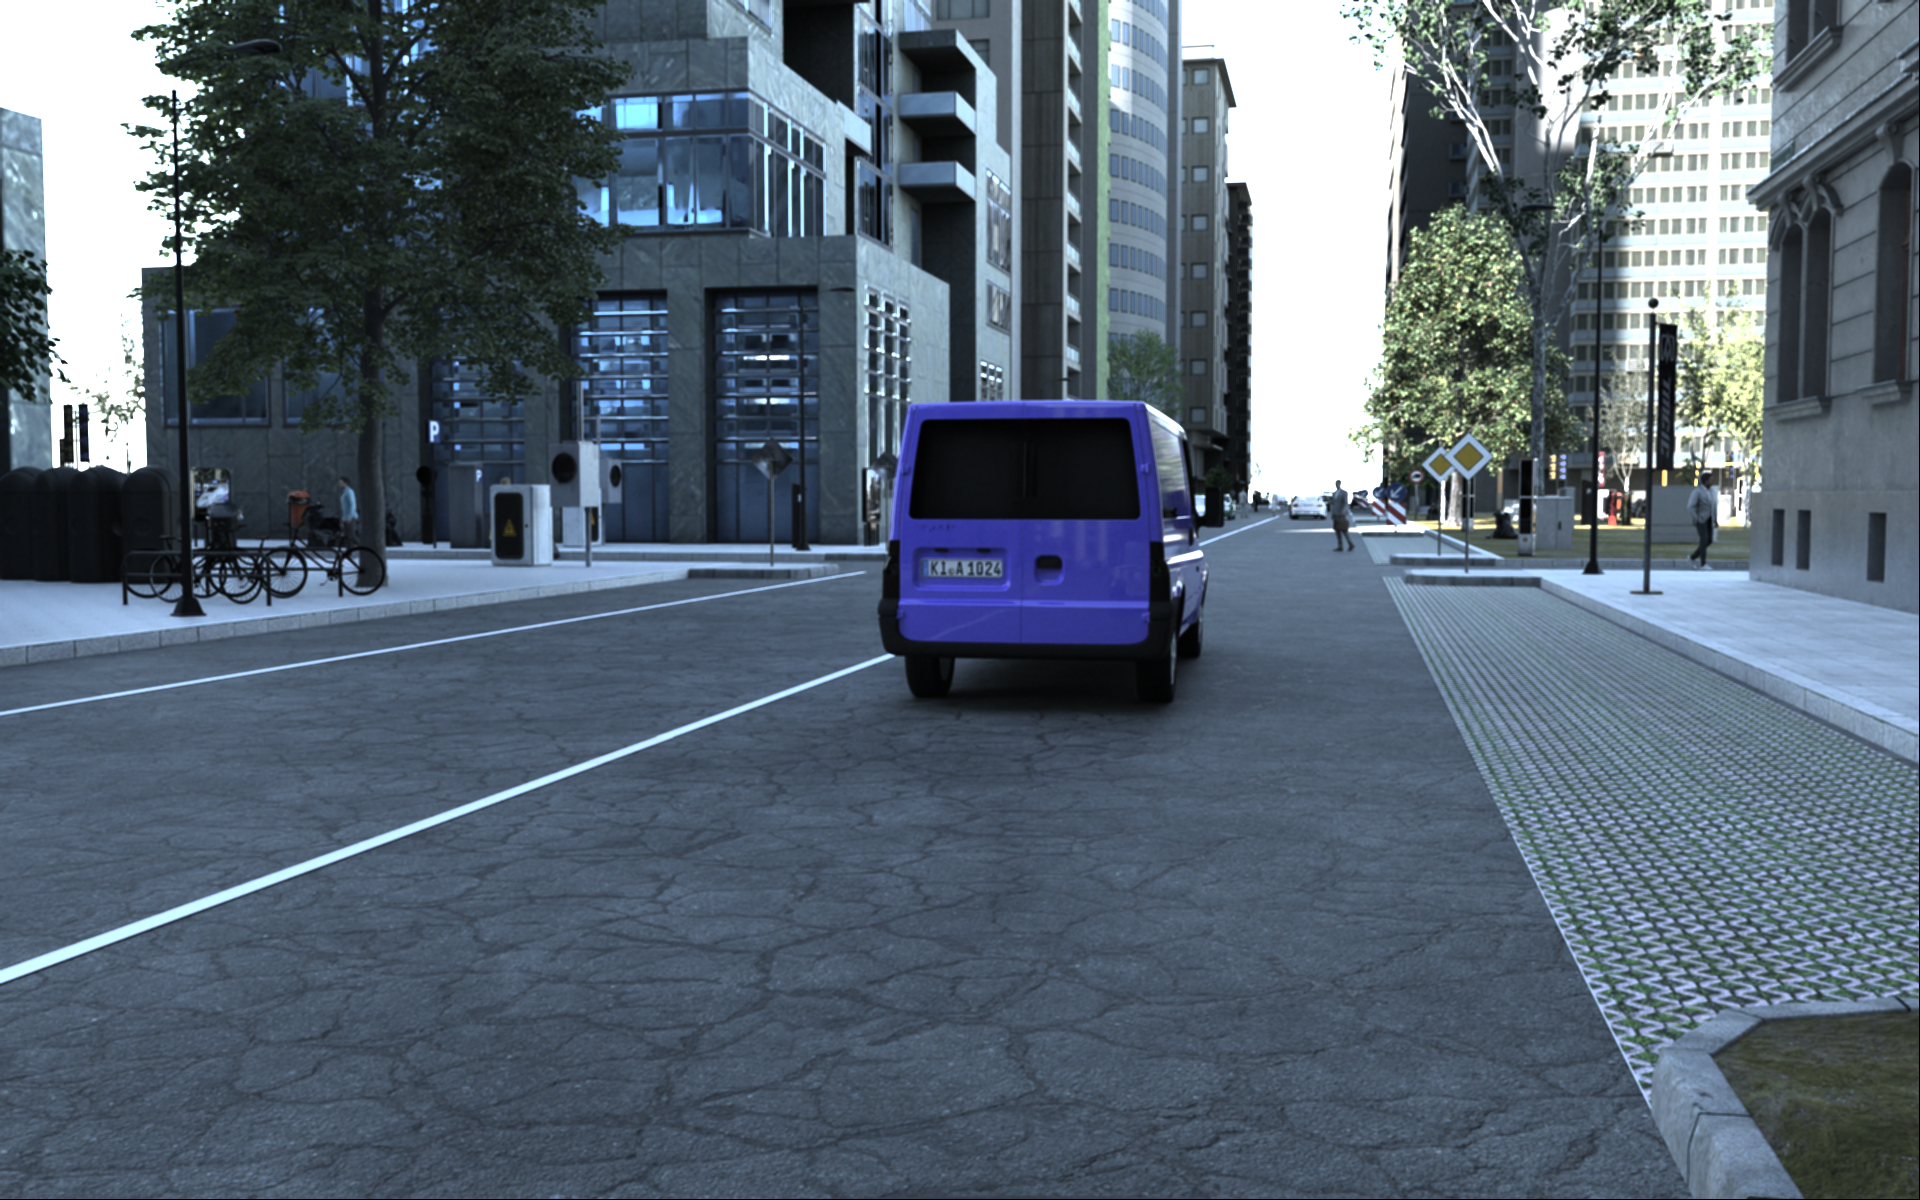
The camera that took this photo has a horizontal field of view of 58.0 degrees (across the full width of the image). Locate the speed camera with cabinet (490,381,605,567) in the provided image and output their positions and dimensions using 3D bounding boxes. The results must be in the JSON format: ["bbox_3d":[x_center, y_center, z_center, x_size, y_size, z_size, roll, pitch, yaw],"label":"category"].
[{"bbox_3d":[-7.358,-2.218,30.606,2.038,3.252,0.660,2,4,27],"label":"speed camera with cabinet"}]

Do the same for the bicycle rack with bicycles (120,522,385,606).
[{"bbox_3d":[-8.850,-0.465,20.982,2.925,0.926,2.852,0,4,8],"label":"bicycle rack with bicycles"}]

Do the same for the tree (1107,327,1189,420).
[{"bbox_3d":[10.525,-11.113,107.451,9.928,11.665,9.643,0,3,0],"label":"tree"}]

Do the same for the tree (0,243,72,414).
[{"bbox_3d":[-9.402,-1.883,14.504,4.285,4.588,4.351,0,3,0],"label":"tree"}]

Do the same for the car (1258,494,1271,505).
[{"bbox_3d":[38.766,-12.954,221.586,2.009,1.686,4.222,1,4,13],"label":"car"}]

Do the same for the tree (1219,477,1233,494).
[{"bbox_3d":[27.621,-11.488,182.430,1.663,3.219,1.824,0,3,0],"label":"tree"}]

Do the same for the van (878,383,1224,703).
[{"bbox_3d":[0.888,-0.569,13.690,2.240,2.365,5.245,1,4,11],"label":"van"}]

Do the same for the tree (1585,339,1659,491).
[{"bbox_3d":[32.049,-8.124,83.191,4.360,8.622,3.978,0,3,0],"label":"tree"}]

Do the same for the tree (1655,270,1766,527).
[{"bbox_3d":[24.995,-6.581,57.963,4.737,8.622,4.395,0,3,0],"label":"tree"}]

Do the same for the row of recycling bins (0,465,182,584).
[{"bbox_3d":[-12.836,-1.124,25.492,3.534,1.692,1.069,2,4,27],"label":"row of recycling bins"}]

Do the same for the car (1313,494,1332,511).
[{"bbox_3d":[30.212,-8.186,145.635,2.131,1.459,4.920,1,4,12],"label":"car"}]

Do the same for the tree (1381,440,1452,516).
[{"bbox_3d":[28.654,-7.790,111.084,4.285,4.588,4.351,0,3,0],"label":"tree"}]

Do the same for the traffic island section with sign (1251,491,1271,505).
[{"bbox_3d":[37.541,-12.738,216.892,1.989,1.847,2.006,1,4,12],"label":"traffic island section with sign"}]

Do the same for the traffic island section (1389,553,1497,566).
[{"bbox_3d":[9.973,-0.838,35.975,2.009,0.180,2.903,1,4,12],"label":"traffic island section"}]

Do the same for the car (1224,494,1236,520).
[{"bbox_3d":[14.395,-5.202,96.854,2.131,1.459,4.920,1,4,13],"label":"car"}]

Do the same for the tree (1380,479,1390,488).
[{"bbox_3d":[47.192,-12.032,191.326,1.663,3.219,1.824,0,3,0],"label":"tree"}]

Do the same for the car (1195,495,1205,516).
[{"bbox_3d":[10.670,-4.083,79.121,2.083,1.381,4.827,1,4,14],"label":"car"}]

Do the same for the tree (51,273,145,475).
[{"bbox_3d":[-27.332,-6.480,56.315,4.360,8.622,3.978,0,3,0],"label":"tree"}]

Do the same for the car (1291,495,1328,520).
[{"bbox_3d":[19.808,-5.252,98.229,2.083,1.381,4.827,1,4,14],"label":"car"}]

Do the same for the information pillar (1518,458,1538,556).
[{"bbox_3d":[11.773,-1.923,35.929,0.304,2.012,0.304,2,4,31],"label":"information pillar"}]

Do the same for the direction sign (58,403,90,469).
[{"bbox_3d":[-22.133,-3.146,43.439,0.876,3.537,0.379,1,4,23],"label":"direction sign"}]

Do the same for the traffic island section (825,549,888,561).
[{"bbox_3d":[-1.641,-0.993,38.521,2.009,0.180,2.903,1,4,12],"label":"traffic island section"}]

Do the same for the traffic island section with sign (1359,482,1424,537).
[{"bbox_3d":[14.541,-3.036,58.262,1.989,1.847,2.006,1,4,12],"label":"traffic island section with sign"}]

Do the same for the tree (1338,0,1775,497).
[{"bbox_3d":[17.009,-11.630,46.039,12.611,20.169,13.585,0,3,0],"label":"tree"}]

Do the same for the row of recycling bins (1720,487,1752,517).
[{"bbox_3d":[43.772,-5.399,95.382,3.534,1.692,1.069,2,4,26],"label":"row of recycling bins"}]

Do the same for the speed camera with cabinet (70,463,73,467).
[{"bbox_3d":[-32.147,-4.268,64.115,2.038,3.252,0.660,-3,5,-39],"label":"speed camera with cabinet"}]

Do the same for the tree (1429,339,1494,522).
[{"bbox_3d":[22.233,-7.849,78.694,4.737,8.622,4.395,0,3,0],"label":"tree"}]

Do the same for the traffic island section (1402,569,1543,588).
[{"bbox_3d":[8.260,-0.361,28.175,2.009,0.180,2.903,1,4,12],"label":"traffic island section"}]

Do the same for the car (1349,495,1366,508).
[{"bbox_3d":[41.052,-10.127,178.154,1.945,1.354,3.894,1,4,12],"label":"car"}]

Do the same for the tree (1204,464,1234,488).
[{"bbox_3d":[27.740,-12.396,186.395,4.285,4.588,4.351,0,3,0],"label":"tree"}]

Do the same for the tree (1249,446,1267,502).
[{"bbox_3d":[45.589,-19.439,268.183,4.737,8.622,4.395,0,3,0],"label":"tree"}]

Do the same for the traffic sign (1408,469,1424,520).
[{"bbox_3d":[22.859,-5.302,86.797,0.768,2.556,0.104,1,4,15],"label":"traffic sign"}]

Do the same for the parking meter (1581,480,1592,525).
[{"bbox_3d":[25.750,-4.001,71.128,0.399,1.863,0.255,-1,4,-15],"label":"parking meter"}]

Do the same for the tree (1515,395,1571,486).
[{"bbox_3d":[33.697,-9.279,102.066,4.360,8.622,3.978,0,3,0],"label":"tree"}]

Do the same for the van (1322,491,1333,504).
[{"bbox_3d":[45.642,-12.726,215.089,2.013,2.044,4.112,1,4,12],"label":"van"}]

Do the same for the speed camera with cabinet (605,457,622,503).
[{"bbox_3d":[-9.016,-2.944,42.474,0.660,3.252,2.038,1,4,16],"label":"speed camera with cabinet"}]

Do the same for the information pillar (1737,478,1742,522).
[{"bbox_3d":[36.168,-4.631,80.205,0.304,2.012,0.304,2,4,25],"label":"information pillar"}]

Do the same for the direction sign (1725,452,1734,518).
[{"bbox_3d":[41.300,-6.179,93.024,0.876,3.537,0.379,-3,5,-41],"label":"direction sign"}]

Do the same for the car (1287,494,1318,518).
[{"bbox_3d":[20.711,-5.780,104.294,2.009,1.686,4.222,1,4,11],"label":"car"}]

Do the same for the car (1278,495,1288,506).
[{"bbox_3d":[39.622,-12.349,214.262,2.083,1.381,4.827,1,4,12],"label":"car"}]

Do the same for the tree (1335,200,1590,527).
[{"bbox_3d":[19.585,-9.214,67.658,9.611,12.733,9.660,0,3,0],"label":"tree"}]

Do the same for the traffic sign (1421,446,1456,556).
[{"bbox_3d":[9.948,-1.973,35.903,0.795,2.450,0.064,1,4,12],"label":"traffic sign"}]

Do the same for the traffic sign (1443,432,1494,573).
[{"bbox_3d":[8.235,-1.496,28.103,0.795,2.450,0.064,1,4,12],"label":"traffic sign"}]

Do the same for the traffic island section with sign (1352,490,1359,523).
[{"bbox_3d":[20.357,-4.655,84.743,1.989,1.847,2.006,1,4,12],"label":"traffic island section with sign"}]

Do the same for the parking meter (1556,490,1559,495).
[{"bbox_3d":[34.204,-5.533,98.877,0.372,1.533,0.369,0,3,0],"label":"parking meter"}]

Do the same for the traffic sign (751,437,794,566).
[{"bbox_3d":[-3.330,-1.652,30.655,0.795,2.450,0.064,1,4,12],"label":"traffic sign"}]

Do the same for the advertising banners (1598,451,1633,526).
[{"bbox_3d":[26.413,-4.514,69.985,0.090,3.025,2.074,-1,4,-23],"label":"advertising banners"}]

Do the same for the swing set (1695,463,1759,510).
[{"bbox_3d":[39.068,-5.559,88.515,3.119,2.851,2.862,2,4,30],"label":"swing set"}]

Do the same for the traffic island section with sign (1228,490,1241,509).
[{"bbox_3d":[25.519,-9.391,162.174,1.989,1.847,2.006,1,4,12],"label":"traffic island section with sign"}]

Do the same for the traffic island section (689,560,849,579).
[{"bbox_3d":[-3.354,-0.516,30.722,2.009,0.180,2.903,1,4,12],"label":"traffic island section"}]

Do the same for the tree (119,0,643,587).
[{"bbox_3d":[-7.942,-6.477,24.026,7.486,12.596,7.792,0,3,0],"label":"tree"}]

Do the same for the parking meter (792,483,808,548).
[{"bbox_3d":[-3.814,-2.007,41.230,0.372,1.533,0.369,0,3,0],"label":"parking meter"}]

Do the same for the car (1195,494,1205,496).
[{"bbox_3d":[17.162,-6.996,123.188,1.959,1.807,4.718,1,4,10],"label":"car"}]

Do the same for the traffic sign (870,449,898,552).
[{"bbox_3d":[-1.617,-2.129,38.454,0.795,2.450,0.064,1,4,12],"label":"traffic sign"}]

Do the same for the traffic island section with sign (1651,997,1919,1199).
[{"bbox_3d":[2.478,0.324,3.324,1.989,1.847,2.006,1,4,12],"label":"traffic island section with sign"}]

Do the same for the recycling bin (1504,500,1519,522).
[{"bbox_3d":[25.319,-4.081,79.275,0.722,1.027,0.722,2,4,27],"label":"recycling bin"}]

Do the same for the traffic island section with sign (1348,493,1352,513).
[{"bbox_3d":[31.136,-7.654,133.778,1.989,1.847,2.006,1,4,12],"label":"traffic island section with sign"}]

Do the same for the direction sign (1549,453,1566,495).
[{"bbox_3d":[33.231,-6.382,96.349,0.876,3.537,0.379,2,4,29],"label":"direction sign"}]

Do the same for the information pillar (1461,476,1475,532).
[{"bbox_3d":[17.372,-3.348,59.237,0.304,2.012,0.304,-3,5,-40],"label":"information pillar"}]
